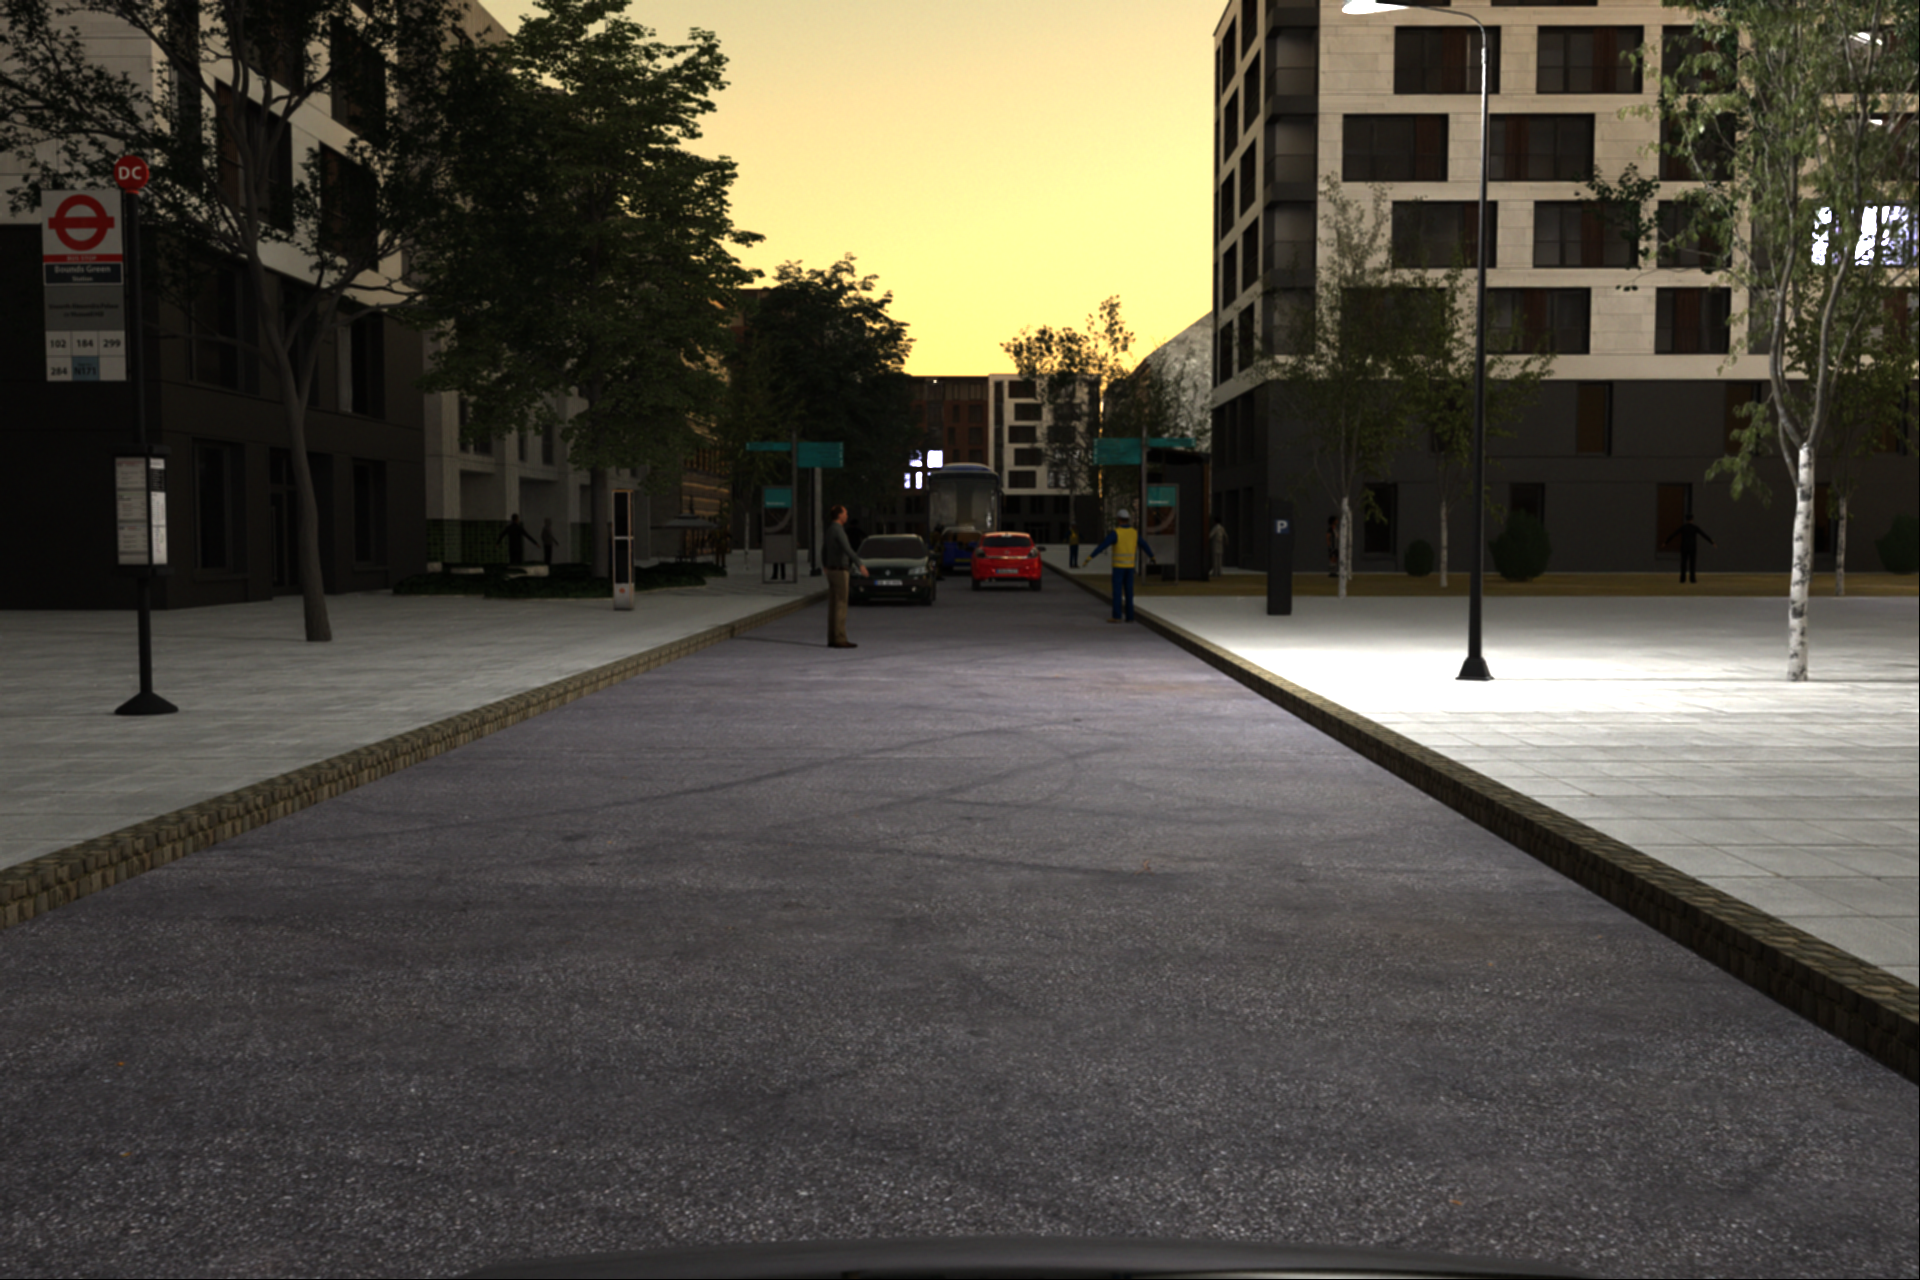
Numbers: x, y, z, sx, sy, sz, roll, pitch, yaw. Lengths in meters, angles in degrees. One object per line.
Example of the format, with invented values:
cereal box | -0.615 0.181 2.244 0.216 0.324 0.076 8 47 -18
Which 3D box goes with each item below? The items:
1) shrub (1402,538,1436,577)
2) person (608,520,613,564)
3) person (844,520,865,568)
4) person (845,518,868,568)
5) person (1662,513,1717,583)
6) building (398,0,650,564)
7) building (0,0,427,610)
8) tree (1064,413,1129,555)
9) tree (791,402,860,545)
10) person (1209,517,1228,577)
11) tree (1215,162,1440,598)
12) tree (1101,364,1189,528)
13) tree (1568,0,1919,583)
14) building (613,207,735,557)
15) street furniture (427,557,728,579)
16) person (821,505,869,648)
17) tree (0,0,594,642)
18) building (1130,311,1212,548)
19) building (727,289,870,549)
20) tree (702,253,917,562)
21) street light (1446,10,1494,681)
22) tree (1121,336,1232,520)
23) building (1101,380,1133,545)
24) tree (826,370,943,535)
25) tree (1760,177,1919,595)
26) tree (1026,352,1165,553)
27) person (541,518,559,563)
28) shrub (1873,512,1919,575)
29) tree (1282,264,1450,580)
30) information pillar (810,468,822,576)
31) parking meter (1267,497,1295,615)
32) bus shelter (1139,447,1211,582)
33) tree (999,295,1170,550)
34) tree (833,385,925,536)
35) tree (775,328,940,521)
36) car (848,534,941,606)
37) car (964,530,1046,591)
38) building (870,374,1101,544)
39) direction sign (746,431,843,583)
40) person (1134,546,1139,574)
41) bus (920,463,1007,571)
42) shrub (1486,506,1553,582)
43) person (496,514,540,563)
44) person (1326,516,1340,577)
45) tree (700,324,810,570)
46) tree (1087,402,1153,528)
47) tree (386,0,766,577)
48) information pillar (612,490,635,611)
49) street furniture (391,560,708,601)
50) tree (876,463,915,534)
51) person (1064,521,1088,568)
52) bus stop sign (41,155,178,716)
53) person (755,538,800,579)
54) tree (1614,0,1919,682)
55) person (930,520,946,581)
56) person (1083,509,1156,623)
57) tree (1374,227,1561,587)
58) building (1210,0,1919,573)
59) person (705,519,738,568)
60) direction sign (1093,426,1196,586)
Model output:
shrub | 13.703 -2.481 51.681 1.383 1.207 1.383 0 3 0
person | -13.662 -3.804 68.054 0.705 1.847 1.347 -1 4 -21
person | -4.118 -3.669 66.119 1.346 1.812 0.704 1 4 17
person | -3.102 -2.725 51.280 1.216 1.740 0.721 0 4 1
person | 19.174 -2.424 45.564 1.347 1.837 0.705 2 4 27
building | -24.059 -12.413 69.417 16.747 18.905 31.486 0 4 1
building | -27.228 -11.150 26.271 27.936 21.610 32.646 0 4 0
tree | 8.992 -9.411 104.232 4.360 8.622 3.978 0 3 0
tree | -6.949 -8.534 89.897 4.737 8.622 4.395 0 3 0
person | 7.743 -2.823 52.350 0.705 1.806 1.347 3 5 44
tree | 7.745 -5.130 34.237 4.360 8.622 3.978 0 3 0
tree | 8.012 -7.656 75.534 4.737 8.622 4.395 0 3 0
tree | 22.919 -11.623 45.922 12.611 20.169 13.585 0 3 0
building | -24.400 -16.691 103.822 19.493 23.208 18.063 0 4 1
street furniture | -11.816 -2.068 49.441 10.072 0.657 5.734 0 4 -1
person | -1.511 -0.805 21.888 0.705 1.796 1.348 -2 4 -26
tree | -7.960 -5.275 20.656 7.601 10.594 8.767 2 4 34
building | 25.708 -19.976 157.528 19.493 23.208 18.063 0 4 1
building | -23.197 -19.375 160.759 27.936 21.610 32.646 0 4 0
tree | -6.710 -10.501 78.352 9.857 13.997 8.962 0 3 0
street light | 5.081 -2.602 15.089 1.470 5.913 1.316 0 4 1
tree | 7.854 -6.969 64.310 4.360 8.622 3.978 0 3 0
building | 26.238 -20.788 206.336 16.747 18.905 31.486 0 4 1
tree | -6.284 -13.307 127.935 12.009 13.543 11.850 0 3 0
tree | 18.658 -5.238 36.008 4.737 8.622 4.395 0 3 0
tree | 9.454 -12.667 117.470 12.009 13.543 11.850 0 3 0
person | -13.448 -3.090 56.642 0.705 1.813 1.348 -2 4 -31
shrub | 29.849 -3.077 54.734 1.690 2.028 1.600 0 3 0
tree | 11.036 -5.963 47.856 4.737 8.622 4.395 0 3 0
information pillar | -4.422 -3.781 53.138 0.184 3.620 1.656 0 4 2
parking meter | 5.080 -1.327 27.405 0.399 1.863 0.255 0 4 1
bus shelter | 5.953 -3.573 49.707 1.731 3.624 6.357 0 4 0
tree | 9.825 -17.227 137.554 12.611 20.169 13.585 0 3 0
tree | -5.736 -11.439 112.784 9.928 11.665 9.643 0 3 0
tree | -6.385 -11.732 102.189 12.009 13.543 11.850 0 3 0
car | -1.385 -1.601 35.956 2.009 1.686 4.222 0 4 1
car | 1.189 -2.215 45.249 2.155 1.783 4.494 0 4 0
building | 1.278 -23.626 232.719 32.646 21.610 27.936 0 4 -1
direction sign | -4.267 -3.467 45.452 2.525 3.948 1.411 0 4 1
person | 5.654 -2.856 55.969 0.599 1.433 0.991 -2 4 -30
bus | 0.221 -4.413 63.701 2.896 3.916 12.251 0 4 1
shrub | 15.054 -2.576 46.542 1.690 2.028 1.600 0 3 0
person | -11.379 -2.335 44.406 1.346 1.802 0.704 1 4 21
person | 11.159 -2.781 51.621 0.704 1.843 1.345 2 4 33
tree | -7.535 -6.814 61.765 4.737 8.622 4.395 0 3 0
tree | 8.841 -8.989 97.329 4.360 8.622 3.978 0 3 0
tree | -7.585 -7.162 35.219 7.486 12.596 7.792 0 3 0
information pillar | -5.641 -1.501 29.028 0.304 2.012 0.304 0 4 1
street furniture | -8.855 -1.396 38.458 5.734 0.657 10.072 0 4 6
tree | -6.396 -11.743 142.365 4.360 8.622 3.978 0 3 0
person | 4.364 -3.613 65.542 1.216 1.772 0.721 -3 4 -39
bus stop sign | -6.060 -1.445 12.325 0.855 3.939 0.416 0 4 2
person | -5.131 -2.615 48.940 1.347 1.806 0.705 1 4 15
tree | 7.084 -3.941 14.798 4.360 8.622 3.978 0 3 0
person | -0.615 -2.763 53.394 0.705 1.858 1.354 0 4 6
person | 2.624 -1.199 28.027 1.349 1.833 0.705 -2 4 -25
tree | 11.898 -5.590 41.758 4.737 8.622 4.395 0 3 0
building | 24.312 -14.031 73.389 27.936 21.610 32.646 0 4 1
person | -9.089 -3.670 65.767 1.354 1.858 0.705 1 4 14
direction sign | 4.549 -3.278 42.365 2.525 3.948 1.411 0 4 1
